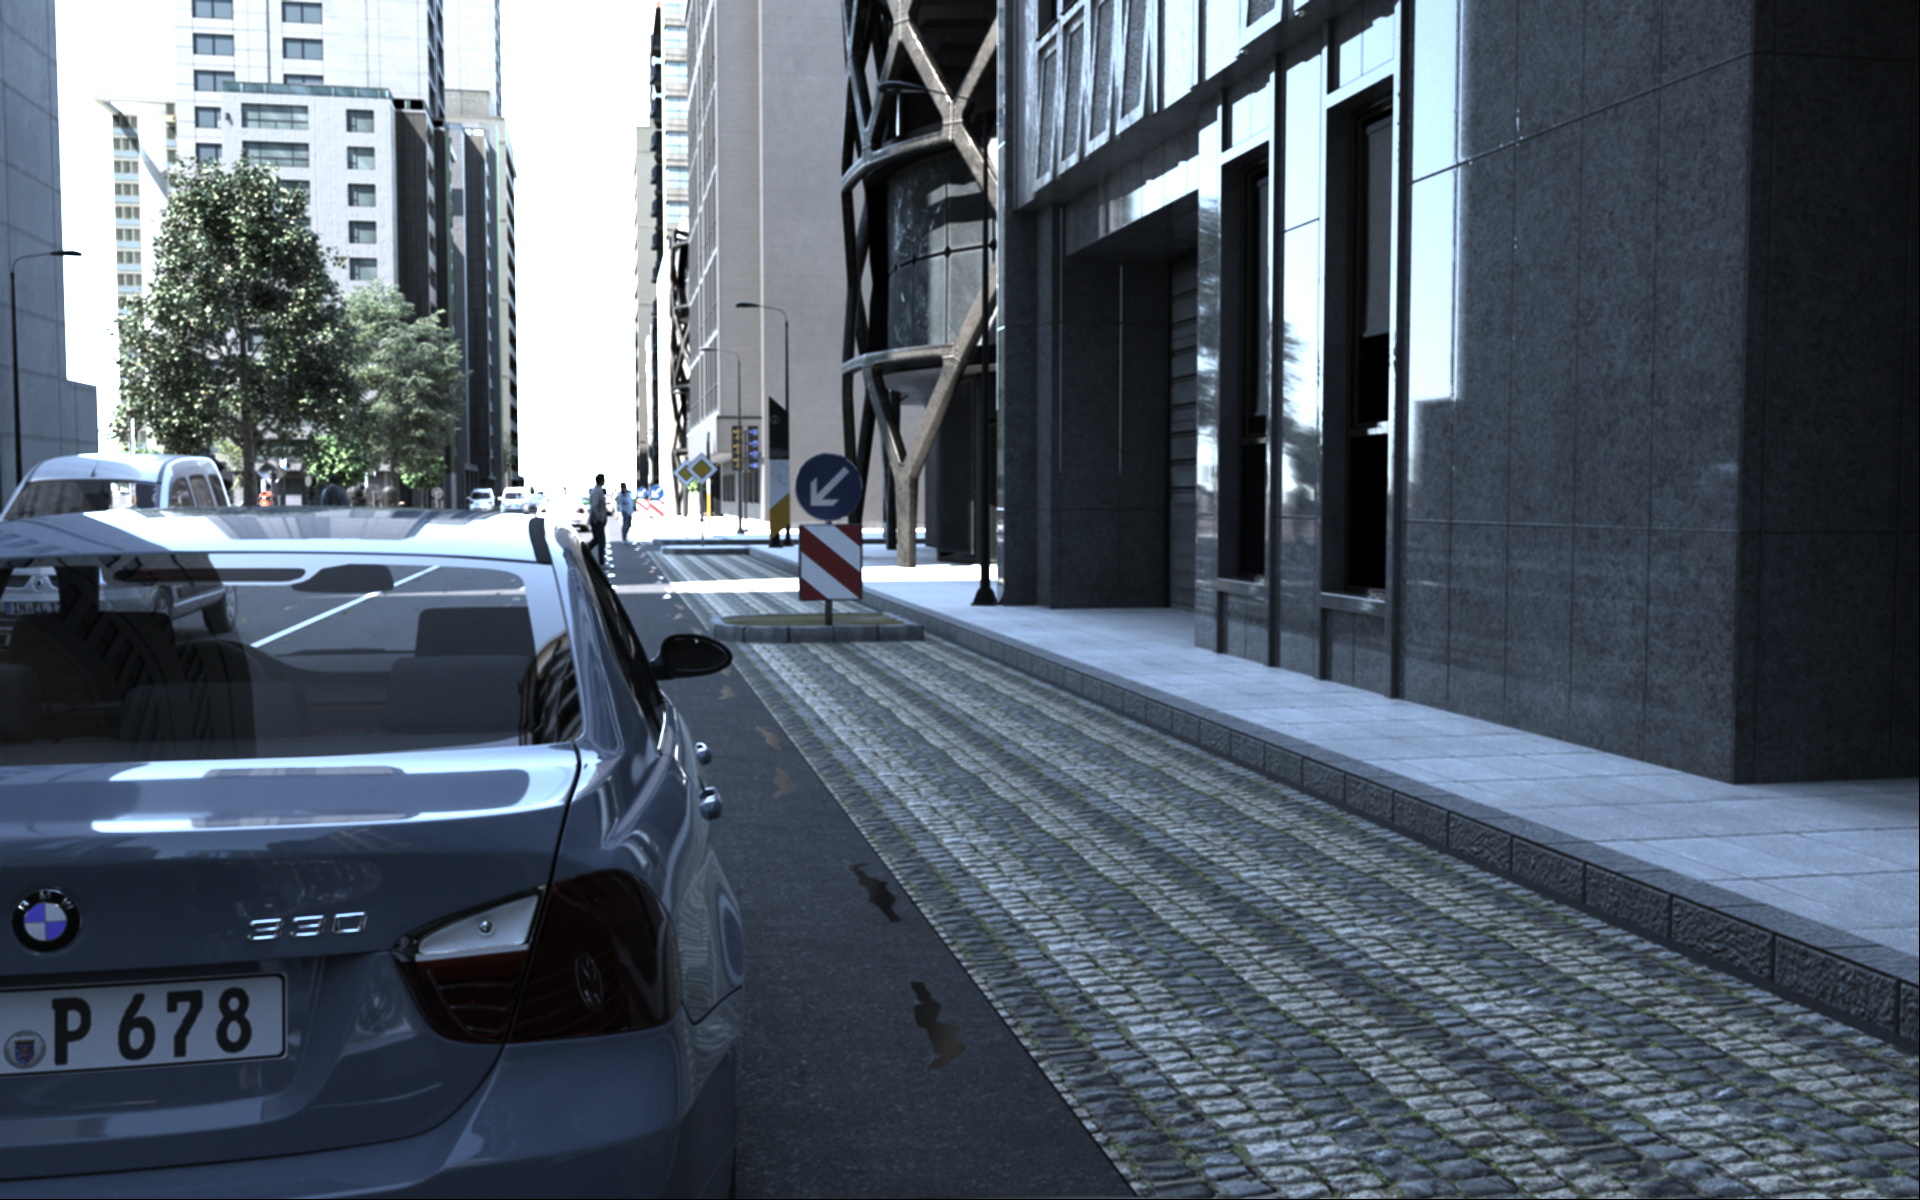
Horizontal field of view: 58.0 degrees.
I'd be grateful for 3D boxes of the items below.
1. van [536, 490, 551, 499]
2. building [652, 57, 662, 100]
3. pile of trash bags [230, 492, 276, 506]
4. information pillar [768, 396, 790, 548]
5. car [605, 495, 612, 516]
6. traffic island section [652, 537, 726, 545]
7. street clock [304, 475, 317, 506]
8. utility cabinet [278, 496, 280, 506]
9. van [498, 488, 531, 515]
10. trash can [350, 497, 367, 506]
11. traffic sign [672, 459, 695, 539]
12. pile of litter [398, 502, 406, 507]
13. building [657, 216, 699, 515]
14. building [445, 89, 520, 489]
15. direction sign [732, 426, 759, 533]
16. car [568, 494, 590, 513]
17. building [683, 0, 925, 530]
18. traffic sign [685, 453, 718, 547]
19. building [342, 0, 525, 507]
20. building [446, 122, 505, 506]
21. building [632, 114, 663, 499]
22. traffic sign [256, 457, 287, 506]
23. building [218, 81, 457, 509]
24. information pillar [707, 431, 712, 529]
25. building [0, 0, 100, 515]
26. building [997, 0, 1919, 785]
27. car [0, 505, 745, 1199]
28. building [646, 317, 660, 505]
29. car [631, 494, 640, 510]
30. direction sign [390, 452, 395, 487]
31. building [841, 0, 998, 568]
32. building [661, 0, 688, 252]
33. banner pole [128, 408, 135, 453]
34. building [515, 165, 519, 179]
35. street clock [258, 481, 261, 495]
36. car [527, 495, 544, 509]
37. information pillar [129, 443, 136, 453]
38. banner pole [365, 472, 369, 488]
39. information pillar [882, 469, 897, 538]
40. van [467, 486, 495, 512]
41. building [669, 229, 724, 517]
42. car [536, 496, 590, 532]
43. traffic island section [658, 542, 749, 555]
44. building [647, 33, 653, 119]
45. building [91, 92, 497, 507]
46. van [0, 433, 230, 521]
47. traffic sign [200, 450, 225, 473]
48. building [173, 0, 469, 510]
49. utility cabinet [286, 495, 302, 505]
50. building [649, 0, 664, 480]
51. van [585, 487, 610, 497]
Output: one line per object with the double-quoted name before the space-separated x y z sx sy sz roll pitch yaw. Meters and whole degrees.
"van" -45.210 -11.055 187.765 2.013 2.044 4.112 -1 4 -11
"building" -34.158 -57.015 244.863 22.319 86.520 31.000 -1 4 -12
"pile of trash bags" -28.934 -3.667 69.710 3.447 1.369 1.912 1 4 23
"information pillar" -4.340 -3.065 41.467 0.504 3.616 0.183 0 4 -1
"car" -24.044 -6.266 114.809 2.083 1.381 4.827 -1 4 -13
"traffic island section" -7.836 -1.686 49.849 2.009 0.180 2.903 -1 4 -12
"street clock" -24.437 -3.708 65.203 0.471 2.002 0.358 2 4 32
"utility cabinet" -36.537 -4.944 91.999 0.306 1.237 1.020 1 4 15
"van" -28.578 -6.374 111.222 2.013 2.044 4.112 -1 4 -12
"trash can" -26.944 -4.039 77.690 0.748 1.137 0.748 0 3 0
"traffic sign" -7.857 -2.821 49.767 0.795 2.450 0.064 -1 4 -12
"pile of litter" -31.559 -5.101 97.364 1.719 0.858 1.176 2 4 30
"building" -14.673 -15.986 116.118 10.420 20.320 16.860 -1 4 -12
"building" -65.288 -35.879 210.316 21.300 48.544 21.600 -1 4 -12
"direction sign" -7.132 -4.011 57.572 0.876 3.537 0.379 -1 4 -15
"car" -21.239 -5.193 96.704 2.131 1.459 4.920 -1 4 -11
"building" -4.070 -17.180 74.408 14.314 27.812 24.014 -1 4 -12
"traffic sign" -6.245 -2.343 41.946 0.795 2.450 0.064 -1 4 -12
"building" -69.213 -48.480 230.904 20.563 71.187 20.611 -1 4 -12
"building" -56.477 -30.638 184.521 14.154 41.232 14.086 -1 4 -12
"building" -30.254 -36.427 219.286 21.300 48.544 21.600 -1 4 -12
"traffic sign" -18.875 -2.684 47.526 0.795 2.450 0.064 -1 4 -12
"building" -44.715 -21.668 125.981 14.160 30.474 14.107 -1 4 -12
"information pillar" -9.346 -4.469 64.427 0.183 3.616 0.504 0 4 -4
"building" -27.425 -35.883 24.944 20.611 71.187 20.563 -1 4 -12
"building" 8.313 -11.799 10.938 12.078 24.808 19.932 -1 4 -12
"car" -1.521 0.479 4.176 2.014 1.417 4.499 -1 4 -12
"building" -19.213 -20.849 185.919 27.650 21.520 28.899 -1 4 -12
"car" -26.119 -7.886 137.736 1.959 1.807 4.718 -1 4 -12
"direction sign" -30.463 -6.180 93.041 0.379 3.537 0.876 0 4 -7
"building" 5.881 -10.250 35.045 16.820 18.784 16.811 -1 4 -12
"building" -15.985 -27.588 134.662 14.154 41.232 14.086 -1 4 -12
"banner pole" -24.123 -3.701 50.535 0.401 3.779 0.863 -2 4 -32
"building" -79.642 -40.648 253.836 28.713 52.752 27.495 -1 4 -12
"street clock" -37.901 -5.473 94.058 0.358 2.002 0.471 -3 4 -38
"car" -35.886 -8.174 146.002 2.083 1.381 4.827 -1 4 -13
"information pillar" -37.095 -5.283 77.726 0.504 3.616 0.183 3 5 41
"banner pole" -37.183 -7.254 108.612 0.401 3.779 0.863 -3 5 -39
"information pillar" -2.048 -2.807 50.385 0.304 2.012 0.304 2 4 28
"van" -34.997 -7.321 126.712 2.013 2.044 4.112 -1 4 -12
"building" -8.308 -14.242 100.316 16.820 18.784 16.811 -1 4 -12
"car" -15.249 -3.320 66.636 2.083 1.381 4.827 -1 4 -11
"traffic island section" -6.224 -1.208 42.028 2.009 0.180 2.903 -1 4 -12
"building" -40.135 -50.896 270.400 20.563 71.187 20.611 -1 4 -12
"building" -61.157 -28.861 163.755 32.217 40.220 23.993 -1 4 -12
"van" -8.190 -0.590 16.654 2.013 2.044 4.112 -1 4 -10
"traffic sign" -17.263 -2.206 39.705 0.795 2.450 0.064 -1 4 -12
"building" -50.777 -43.006 141.400 20.563 71.187 20.611 -1 4 -12
"utility cabinet" -43.444 -6.220 112.857 1.020 1.237 0.306 -2 4 -32
"building" -16.480 -30.686 156.338 22.147 44.769 28.867 -1 4 -12
"van" -33.086 -9.401 158.083 2.240 2.365 5.245 -1 4 -12
